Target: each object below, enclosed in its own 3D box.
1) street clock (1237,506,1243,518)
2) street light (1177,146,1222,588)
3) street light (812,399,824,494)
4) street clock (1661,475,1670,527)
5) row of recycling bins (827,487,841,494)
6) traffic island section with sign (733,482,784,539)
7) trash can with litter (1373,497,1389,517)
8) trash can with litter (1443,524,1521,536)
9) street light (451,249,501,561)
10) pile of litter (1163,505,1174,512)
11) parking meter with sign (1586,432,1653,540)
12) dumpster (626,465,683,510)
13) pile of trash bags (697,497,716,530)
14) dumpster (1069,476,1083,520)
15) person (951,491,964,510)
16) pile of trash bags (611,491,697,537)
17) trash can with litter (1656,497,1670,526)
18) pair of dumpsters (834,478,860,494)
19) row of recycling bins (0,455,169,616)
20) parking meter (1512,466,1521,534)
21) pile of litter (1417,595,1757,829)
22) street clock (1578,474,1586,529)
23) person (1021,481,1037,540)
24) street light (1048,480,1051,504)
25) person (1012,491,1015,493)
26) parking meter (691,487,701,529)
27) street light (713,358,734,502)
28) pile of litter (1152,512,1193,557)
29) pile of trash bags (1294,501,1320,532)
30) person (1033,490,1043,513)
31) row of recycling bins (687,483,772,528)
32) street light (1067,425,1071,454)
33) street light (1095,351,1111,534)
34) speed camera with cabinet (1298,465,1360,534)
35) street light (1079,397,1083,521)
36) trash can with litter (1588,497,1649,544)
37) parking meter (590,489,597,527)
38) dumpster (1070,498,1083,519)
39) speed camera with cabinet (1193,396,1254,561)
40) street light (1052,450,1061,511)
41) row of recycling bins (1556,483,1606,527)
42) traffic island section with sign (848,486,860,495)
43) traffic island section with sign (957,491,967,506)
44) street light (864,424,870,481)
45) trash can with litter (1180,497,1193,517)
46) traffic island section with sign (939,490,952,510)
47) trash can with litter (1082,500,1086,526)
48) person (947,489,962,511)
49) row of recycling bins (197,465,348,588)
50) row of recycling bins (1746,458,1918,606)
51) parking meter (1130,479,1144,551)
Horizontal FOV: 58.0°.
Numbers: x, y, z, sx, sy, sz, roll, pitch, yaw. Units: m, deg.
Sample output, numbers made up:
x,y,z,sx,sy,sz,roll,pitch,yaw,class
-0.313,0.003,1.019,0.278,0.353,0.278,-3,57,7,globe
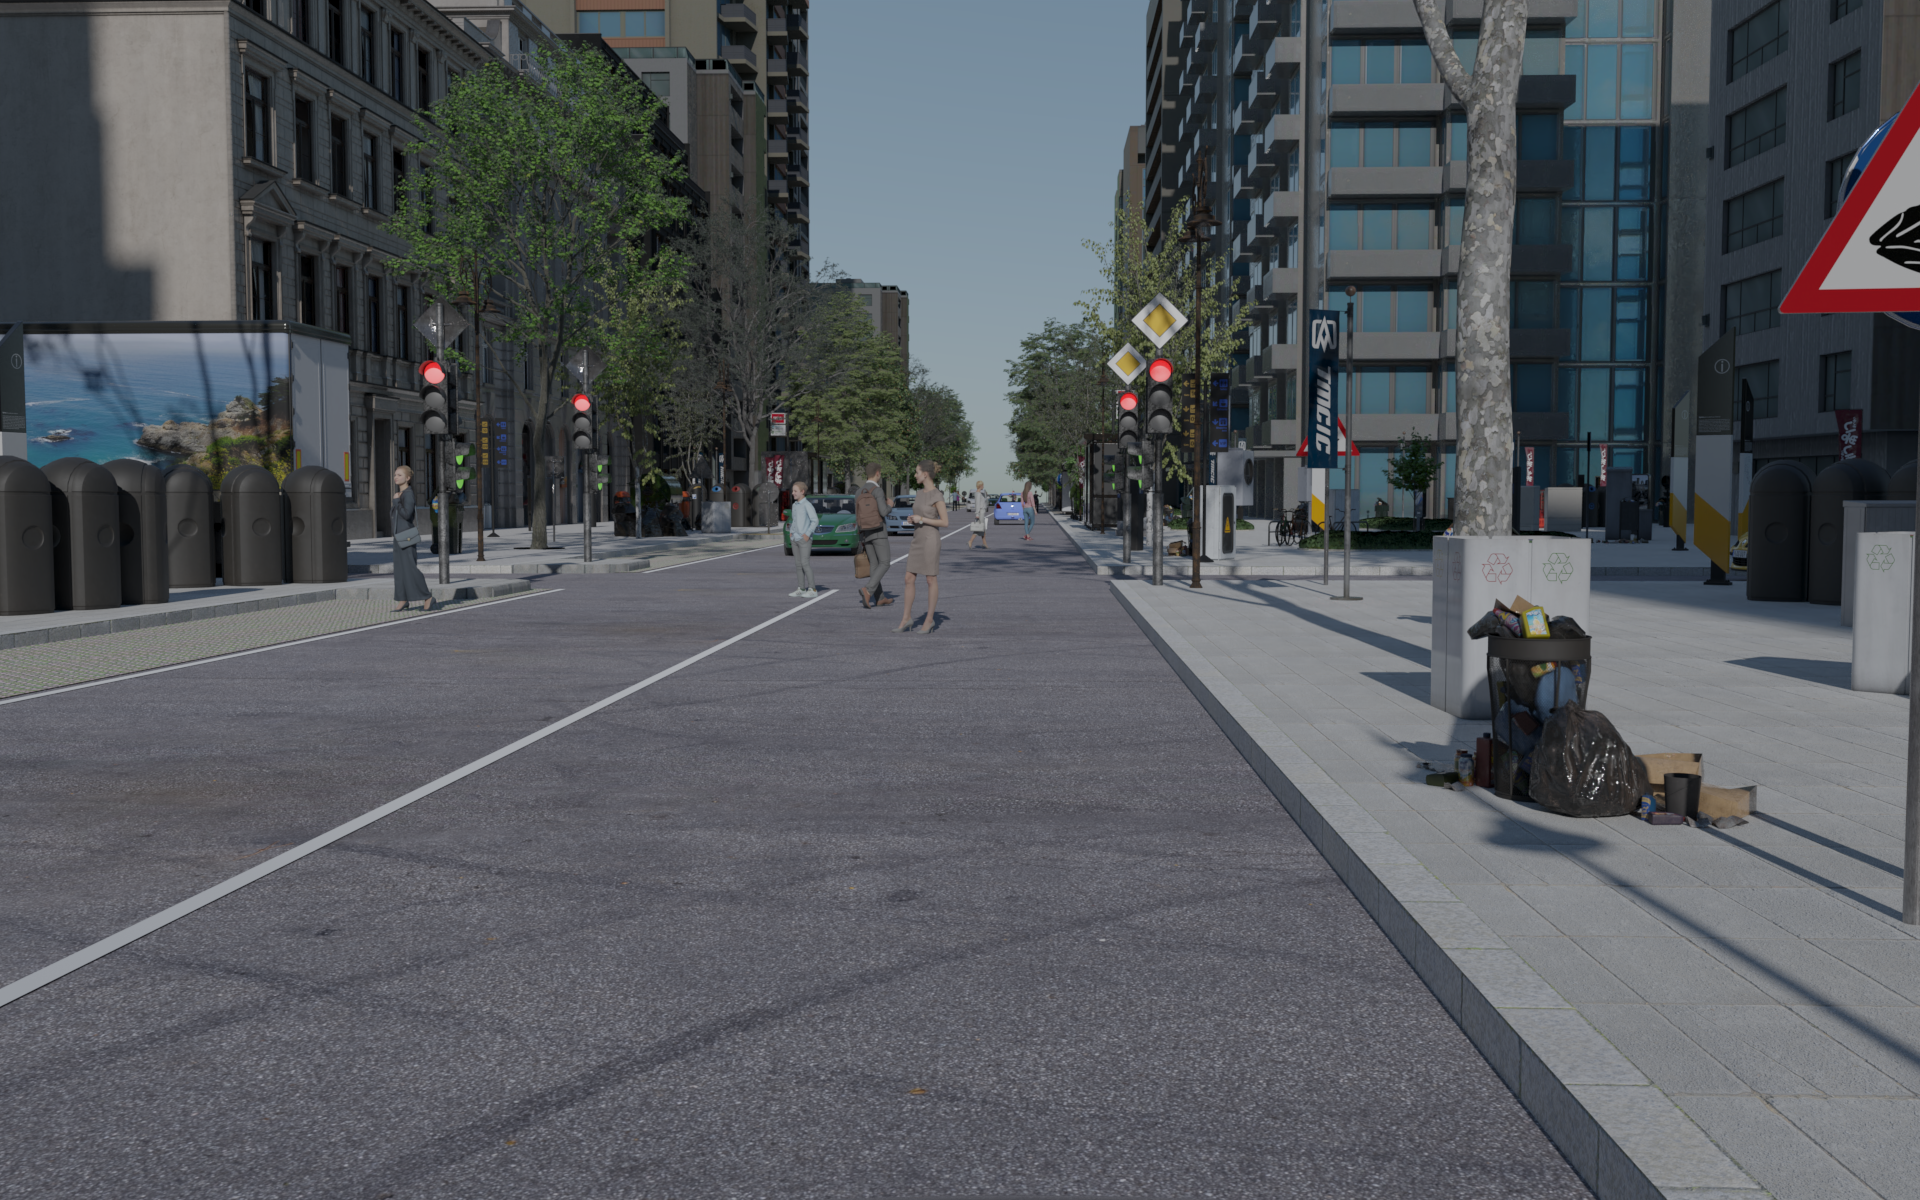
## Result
x,y,z,sx,sy,sz,roll,pitch,yaw,class
11.289,-3.986,69.741,0.358,2.002,0.471,-3,5,-43,street clock
3.225,-3.101,23.482,0.468,5.910,1.993,0,4,2,street light
-6.902,-6.829,84.449,0.468,5.910,1.993,0,4,2,street light
27.221,-3.796,66.638,0.358,2.002,0.471,-2,4,-25,street clock
-7.403,-5.682,100.009,1.069,1.692,3.534,0,3,0,row of recycling bins
-6.106,-2.848,55.196,1.989,1.847,2.006,0,4,2,traffic island section with sign
16.422,-3.368,66.458,1.055,1.170,0.624,0,4,7,trash can with litter
5.069,-0.297,16.246,1.055,1.170,0.624,-2,4,-28,trash can with litter
-9.157,-3.678,32.928,0.468,5.910,1.993,0,4,2,street light
8.380,-3.380,69.225,1.719,0.858,1.176,3,5,40,pile of litter
18.365,-3.178,48.220,1.738,3.016,0.543,1,4,22,parking meter with sign
-10.045,-3.330,56.943,1.502,2.255,1.985,0,4,2,dumpster
-9.476,-3.140,61.091,1.912,1.369,3.447,0,4,0,pile of trash bags
6.144,-5.067,85.339,1.502,2.255,1.985,0,4,3,dumpster
-0.210,-9.005,156.408,1.217,1.739,0.721,0,4,5,person
-9.761,-2.640,52.920,1.912,1.369,3.447,-2,4,-35,pile of trash bags
28.590,-3.609,70.387,0.624,1.170,1.055,1,4,21,trash can with litter
-6.931,-6.322,105.856,1.574,2.255,4.437,0,4,2,pair of dumpsters
-10.087,-0.727,19.004,1.069,1.692,3.534,1,4,16,row of recycling bins
11.643,-1.895,36.691,0.399,1.863,0.255,3,4,37,parking meter
2.656,0.399,7.444,1.176,0.858,1.719,0,4,-5,pile of litter
22.961,-3.638,64.055,0.358,2.002,0.471,1,4,19,street clock
2.142,-2.756,53.575,0.555,1.821,0.388,2,4,31,person
9.845,-12.865,183.135,0.468,5.910,1.993,0,4,2,street light
4.952,-9.487,164.136,0.750,1.759,0.617,-2,4,-30,person
-9.832,-3.437,64.603,0.372,1.533,0.369,0,3,0,parking meter
-8.015,-5.268,58.927,0.468,5.910,1.993,0,4,2,street light
4.801,-1.348,36.013,1.719,0.858,1.176,0,4,2,pile of litter
12.483,-3.000,58.804,1.912,1.369,3.447,0,4,-4,pile of trash bags
6.019,-7.624,133.947,0.742,1.727,0.445,-1,4,-9,person
-8.937,-3.673,67.166,3.534,1.692,1.069,1,4,15,row of recycling bins
6.664,-8.191,106.712,0.468,5.910,1.993,0,4,2,street light
4.577,-5.053,55.410,0.468,5.910,1.993,0,4,2,street light
11.946,-3.777,56.093,2.038,3.252,0.660,-1,4,-22,speed camera with cabinet
5.655,-6.629,81.166,0.468,5.910,1.993,0,4,2,street light
17.072,-2.093,45.270,2.233,1.210,1.678,-1,4,-9,trash can with litter
-14.227,-3.574,66.839,0.372,1.533,0.369,0,3,0,parking meter
6.286,-5.101,89.165,1.264,1.857,1.865,0,4,2,dumpster
5.213,-2.435,34.156,0.660,3.252,2.038,2,4,28,speed camera with cabinet
8.748,-11.278,157.182,0.468,5.910,1.993,0,4,2,street light
24.579,-3.657,66.897,3.534,1.692,1.069,-1,4,-12,row of recycling bins
-4.978,-4.495,82.127,1.989,1.847,2.006,0,4,2,traffic island section with sign
0.607,-12.610,214.799,1.989,1.847,2.006,0,4,2,traffic island section with sign
-5.844,-8.356,109.413,0.468,5.910,1.993,0,4,2,street light
9.568,-3.695,71.806,0.624,1.170,1.055,-1,4,-19,trash can with litter
-1.721,-9.236,159.635,1.989,1.847,2.006,0,4,2,traffic island section with sign
5.122,-3.551,69.448,0.624,1.170,1.055,0,4,-4,trash can with litter
-0.450,-8.391,145.686,1.348,1.826,0.705,-1,4,-16,person
-10.355,-1.045,24.205,3.534,1.692,1.069,-3,5,-40,row of recycling bins
10.647,-0.772,19.737,1.069,1.692,3.534,-2,4,-33,row of recycling bins
3.985,-2.050,39.234,0.255,1.863,0.399,2,4,28,parking meter
